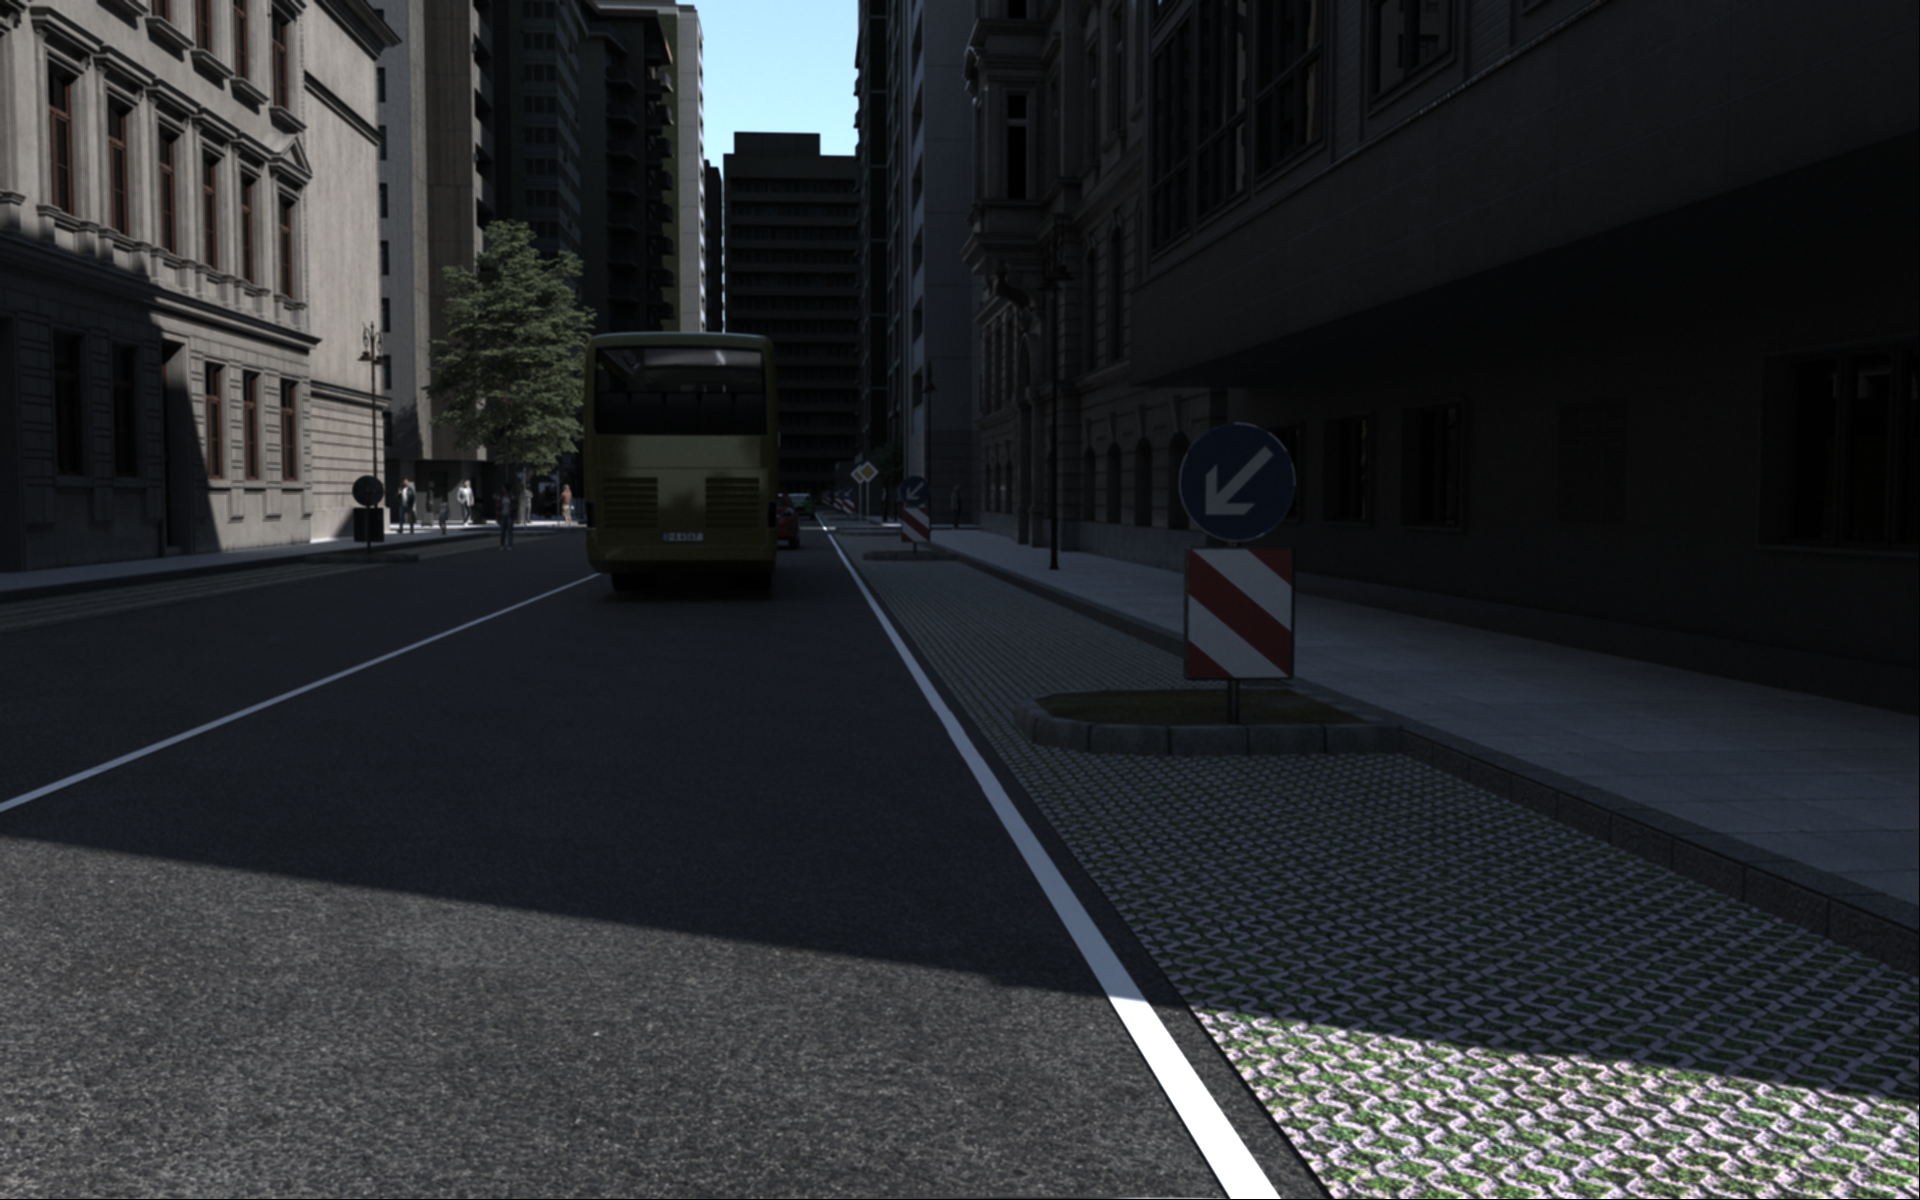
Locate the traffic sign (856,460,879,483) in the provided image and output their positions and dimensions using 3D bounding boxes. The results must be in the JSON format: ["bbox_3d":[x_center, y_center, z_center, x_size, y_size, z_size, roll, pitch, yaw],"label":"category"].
[{"bbox_3d":[-3.179,-3.538,60.038,0.795,2.593,0.064,0,4,-5],"label":"traffic sign"}]

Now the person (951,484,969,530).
[{"bbox_3d":[-0.049,-3.477,65.538,0.709,1.800,0.728,-2,4,-34],"label":"person"}]

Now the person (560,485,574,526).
[{"bbox_3d":[-16.440,-3.907,72.360,0.573,1.828,0.580,-1,4,-16],"label":"person"}]

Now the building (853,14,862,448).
[{"bbox_3d":[1.479,-30.884,159.576,22.147,44.769,28.867,0,4,-5],"label":"building"}]

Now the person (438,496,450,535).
[{"bbox_3d":[-16.128,-2.645,54.305,0.505,1.210,0.382,2,4,30],"label":"person"}]

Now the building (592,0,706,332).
[{"bbox_3d":[-44.607,-40.564,205.218,28.212,58.520,21.231,0,4,-5],"label":"building"}]

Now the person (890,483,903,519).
[{"bbox_3d":[-3.215,-5.065,88.712,0.748,1.841,0.638,3,4,37],"label":"person"}]

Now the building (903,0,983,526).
[{"bbox_3d":[12.046,-32.706,76.738,28.212,58.520,21.231,0,4,-5],"label":"building"}]

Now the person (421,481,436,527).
[{"bbox_3d":[-20.938,-3.789,68.207,0.699,1.804,1.509,0,4,1],"label":"person"}]

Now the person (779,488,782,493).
[{"bbox_3d":[-11.671,-6.394,113.030,0.794,1.824,0.713,-1,4,-16],"label":"person"}]

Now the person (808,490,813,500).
[{"bbox_3d":[-12.114,-7.963,139.047,0.721,1.781,0.623,0,4,7],"label":"person"}]

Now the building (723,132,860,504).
[{"bbox_3d":[-20.959,-37.411,235.366,21.600,48.544,21.300,0,4,-5],"label":"building"}]

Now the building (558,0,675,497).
[{"bbox_3d":[-37.200,-30.583,154.656,22.147,44.769,28.867,0,4,-5],"label":"building"}]

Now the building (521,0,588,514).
[{"bbox_3d":[-38.849,-25.998,116.946,32.217,40.220,23.993,0,4,-5],"label":"building"}]

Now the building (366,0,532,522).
[{"bbox_3d":[-29.040,-19.055,83.243,14.160,30.474,14.107,0,4,-5],"label":"building"}]

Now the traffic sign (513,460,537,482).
[{"bbox_3d":[-14.827,-3.475,59.007,0.795,2.593,0.064,0,4,-5],"label":"traffic sign"}]

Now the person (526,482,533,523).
[{"bbox_3d":[-18.889,-4.243,75.604,0.466,1.800,0.511,2,4,31],"label":"person"}]

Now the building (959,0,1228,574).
[{"bbox_3d":[7.346,-13.686,42.852,14.460,24.649,34.723,0,4,-5],"label":"building"}]

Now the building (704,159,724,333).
[{"bbox_3d":[-38.766,-35.482,230.246,14.200,45.320,14.600,0,4,-5],"label":"building"}]

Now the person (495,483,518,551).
[{"bbox_3d":[-11.429,-2.102,43.711,0.563,1.720,0.643,0,4,-5],"label":"person"}]

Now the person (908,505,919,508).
[{"bbox_3d":[-1.851,-3.848,68.803,0.661,1.843,0.795,2,4,27],"label":"person"}]

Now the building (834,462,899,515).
[{"bbox_3d":[0.765,-42.441,132.160,20.563,71.187,20.611,0,4,-5],"label":"building"}]

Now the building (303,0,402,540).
[{"bbox_3d":[-27.620,-11.443,51.717,19.286,19.102,10.561,0,4,-5],"label":"building"}]

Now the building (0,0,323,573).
[{"bbox_3d":[-21.003,-12.123,34.364,11.583,22.565,21.152,0,4,-5],"label":"building"}]

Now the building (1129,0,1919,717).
[{"bbox_3d":[10.471,-13.457,13.528,14.314,27.812,24.014,0,4,-5],"label":"building"}]

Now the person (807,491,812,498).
[{"bbox_3d":[-12.333,-8.061,140.474,0.709,1.800,0.728,2,4,31],"label":"person"}]

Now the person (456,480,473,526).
[{"bbox_3d":[-19.796,-3.873,69.214,0.661,1.843,0.795,-2,4,-30],"label":"person"}]

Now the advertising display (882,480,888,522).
[{"bbox_3d":[-3.440,-4.536,79.376,0.123,1.923,0.974,-1,4,-14],"label":"advertising display"}]

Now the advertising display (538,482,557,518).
[{"bbox_3d":[-21.768,-5.277,91.490,0.974,1.923,0.123,-1,4,-11],"label":"advertising display"}]

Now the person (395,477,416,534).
[{"bbox_3d":[-17.686,-3.021,55.413,0.794,1.824,0.713,1,4,13],"label":"person"}]
